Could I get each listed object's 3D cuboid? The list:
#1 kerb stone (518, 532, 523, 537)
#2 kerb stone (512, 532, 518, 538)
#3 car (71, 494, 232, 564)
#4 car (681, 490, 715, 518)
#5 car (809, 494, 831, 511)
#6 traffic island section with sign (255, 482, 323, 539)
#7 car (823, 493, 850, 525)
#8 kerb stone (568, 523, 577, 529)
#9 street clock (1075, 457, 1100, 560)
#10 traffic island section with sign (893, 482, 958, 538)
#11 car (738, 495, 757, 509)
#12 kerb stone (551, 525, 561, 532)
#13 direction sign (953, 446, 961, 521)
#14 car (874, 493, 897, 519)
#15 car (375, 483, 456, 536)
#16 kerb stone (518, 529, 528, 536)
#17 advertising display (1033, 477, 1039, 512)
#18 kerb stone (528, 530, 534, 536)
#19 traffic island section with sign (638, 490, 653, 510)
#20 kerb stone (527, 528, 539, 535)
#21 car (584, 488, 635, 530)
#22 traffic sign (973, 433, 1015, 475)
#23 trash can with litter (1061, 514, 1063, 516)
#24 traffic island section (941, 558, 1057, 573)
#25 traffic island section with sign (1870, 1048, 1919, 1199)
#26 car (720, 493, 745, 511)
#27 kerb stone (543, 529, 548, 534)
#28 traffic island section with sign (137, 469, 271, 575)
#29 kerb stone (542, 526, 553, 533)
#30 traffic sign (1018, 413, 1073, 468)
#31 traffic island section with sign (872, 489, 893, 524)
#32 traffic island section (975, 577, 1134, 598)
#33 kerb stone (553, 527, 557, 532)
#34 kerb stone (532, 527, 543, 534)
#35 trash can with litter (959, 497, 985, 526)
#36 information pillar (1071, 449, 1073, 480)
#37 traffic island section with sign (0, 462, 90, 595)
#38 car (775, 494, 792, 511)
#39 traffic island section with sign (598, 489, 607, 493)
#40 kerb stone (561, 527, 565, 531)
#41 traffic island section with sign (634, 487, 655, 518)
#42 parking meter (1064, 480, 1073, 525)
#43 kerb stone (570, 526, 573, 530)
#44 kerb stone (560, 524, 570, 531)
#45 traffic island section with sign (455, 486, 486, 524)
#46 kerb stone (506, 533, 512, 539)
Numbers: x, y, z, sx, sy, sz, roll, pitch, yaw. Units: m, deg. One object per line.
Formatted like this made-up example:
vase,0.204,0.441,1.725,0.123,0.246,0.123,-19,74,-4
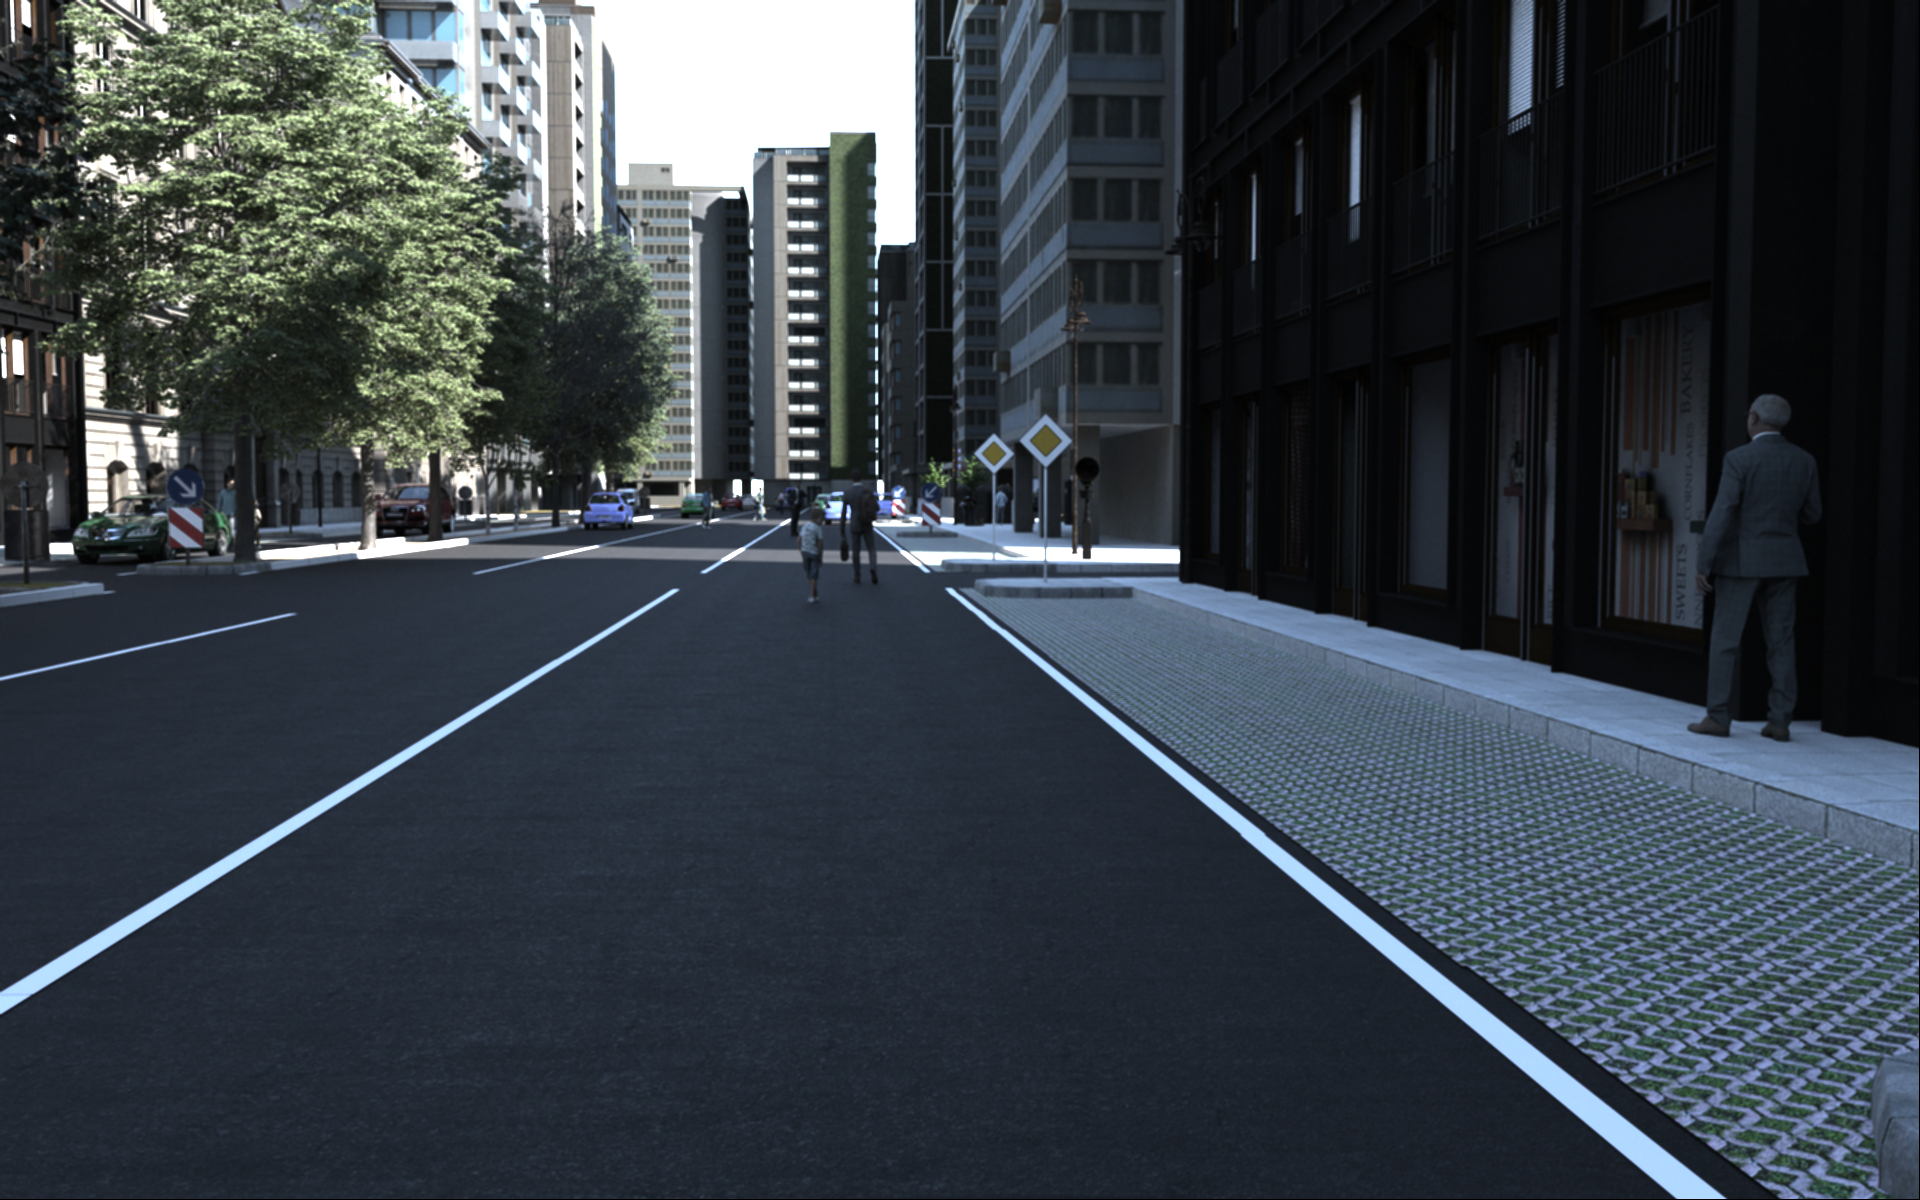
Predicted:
kerb stone,-14.777,-2.166,57.603,0.120,0.150,1.000,0,4,-4
kerb stone,-14.690,-2.102,56.579,0.120,0.150,1.000,0,4,-4
car,-17.280,-1.553,37.191,2.131,1.459,4.920,0,4,-3
car,-15.592,-5.764,103.039,1.959,1.807,4.718,0,4,-5
car,-7.277,-5.127,95.619,2.131,1.459,4.920,0,4,-5
traffic island section with sign,-21.795,-2.901,56.051,1.989,1.847,2.006,0,4,-4
car,-5.464,-4.387,81.311,1.945,1.707,3.694,0,4,-2
kerb stone,-15.680,-2.912,69.861,0.120,0.150,1.000,0,4,-4
street clock,2.486,-1.793,33.881,0.471,2.002,0.358,0,4,2
traffic island section with sign,-1.113,-2.993,57.568,1.989,1.847,2.006,0,4,-4
car,-20.224,-9.348,165.194,2.083,1.381,4.827,0,4,-5
kerb stone,-15.379,-2.661,65.779,0.120,0.150,1.000,0,4,-4
direction sign,-0.158,-5.536,82.503,0.379,3.537,0.876,2,4,24
car,-4.525,-5.518,99.809,1.945,1.707,3.694,0,4,-4
car,-19.049,-3.164,60.396,2.281,1.827,5.304,0,4,-4
kerb stone,-14.848,-2.228,58.631,0.120,0.150,1.000,0,4,-4
advertising display,3.229,-3.778,66.987,0.974,1.923,0.123,0,4,7
kerb stone,-14.921,-2.287,59.652,0.120,0.150,1.000,0,4,-4
traffic island section with sign,-29.508,-9.275,160.275,1.989,1.847,2.006,0,4,-4
kerb stone,-15.001,-2.353,60.677,0.120,0.150,1.000,0,4,-4
car,-14.276,-3.727,70.534,1.945,1.707,3.694,0,4,-5
traffic sign,0.666,-1.881,32.951,0.795,2.593,0.064,0,4,-4
trash can with litter,4.650,-4.463,84.361,0.624,1.170,1.055,1,4,23
traffic island section,0.689,-0.658,33.035,2.009,0.180,2.903,0,4,-4
traffic island section with sign,2.907,0.335,3.147,1.989,1.847,2.006,0,4,-4
car,-19.997,-8.750,152.097,2.155,1.783,4.494,0,4,-5
kerb stone,-15.147,-2.478,62.717,0.120,0.150,1.000,0,4,-4
traffic island section with sign,-13.891,-1.436,31.619,2.006,1.907,1.989,0,4,-4
kerb stone,-15.223,-2.541,63.736,0.120,0.150,1.000,0,4,-4
traffic sign,1.256,-1.394,24.987,0.795,2.593,0.064,0,4,-4
traffic island section with sign,-3.123,-4.637,84.448,1.989,1.847,2.006,0,4,-4
traffic island section,1.279,-0.171,25.072,2.009,0.180,2.903,0,4,-4
kerb stone,-15.302,-2.603,64.759,0.120,0.150,1.000,0,4,-4
kerb stone,-15.081,-2.412,61.697,0.120,0.150,1.000,0,4,-4
trash can with litter,0.516,-3.575,69.840,0.624,1.170,1.055,3,4,38
information pillar,5.164,-5.223,76.759,0.504,3.616,0.183,1,4,14
traffic island section with sign,-13.353,-0.984,24.231,2.006,1.907,1.989,0,4,-4
car,-15.192,-8.532,151.508,2.014,1.417,4.499,0,4,-5
traffic island section with sign,-27.514,-7.631,133.393,1.989,1.847,2.006,0,4,-4
kerb stone,-15.452,-2.728,66.798,0.120,0.150,1.000,0,4,-4
traffic island section with sign,-19.450,-6.019,106.553,2.006,1.907,1.989,0,4,-4
parking meter,4.517,-4.051,71.949,0.255,1.863,0.399,-1,4,-20
kerb stone,-15.613,-2.849,68.841,0.120,0.150,1.000,0,4,-4
kerb stone,-15.526,-2.791,67.822,0.120,0.150,1.000,0,4,-4
traffic island section with sign,-23.788,-4.558,83.153,1.989,1.847,2.006,0,4,-4
kerb stone,-14.621,-2.036,55.553,0.120,0.150,1.000,0,4,-4
